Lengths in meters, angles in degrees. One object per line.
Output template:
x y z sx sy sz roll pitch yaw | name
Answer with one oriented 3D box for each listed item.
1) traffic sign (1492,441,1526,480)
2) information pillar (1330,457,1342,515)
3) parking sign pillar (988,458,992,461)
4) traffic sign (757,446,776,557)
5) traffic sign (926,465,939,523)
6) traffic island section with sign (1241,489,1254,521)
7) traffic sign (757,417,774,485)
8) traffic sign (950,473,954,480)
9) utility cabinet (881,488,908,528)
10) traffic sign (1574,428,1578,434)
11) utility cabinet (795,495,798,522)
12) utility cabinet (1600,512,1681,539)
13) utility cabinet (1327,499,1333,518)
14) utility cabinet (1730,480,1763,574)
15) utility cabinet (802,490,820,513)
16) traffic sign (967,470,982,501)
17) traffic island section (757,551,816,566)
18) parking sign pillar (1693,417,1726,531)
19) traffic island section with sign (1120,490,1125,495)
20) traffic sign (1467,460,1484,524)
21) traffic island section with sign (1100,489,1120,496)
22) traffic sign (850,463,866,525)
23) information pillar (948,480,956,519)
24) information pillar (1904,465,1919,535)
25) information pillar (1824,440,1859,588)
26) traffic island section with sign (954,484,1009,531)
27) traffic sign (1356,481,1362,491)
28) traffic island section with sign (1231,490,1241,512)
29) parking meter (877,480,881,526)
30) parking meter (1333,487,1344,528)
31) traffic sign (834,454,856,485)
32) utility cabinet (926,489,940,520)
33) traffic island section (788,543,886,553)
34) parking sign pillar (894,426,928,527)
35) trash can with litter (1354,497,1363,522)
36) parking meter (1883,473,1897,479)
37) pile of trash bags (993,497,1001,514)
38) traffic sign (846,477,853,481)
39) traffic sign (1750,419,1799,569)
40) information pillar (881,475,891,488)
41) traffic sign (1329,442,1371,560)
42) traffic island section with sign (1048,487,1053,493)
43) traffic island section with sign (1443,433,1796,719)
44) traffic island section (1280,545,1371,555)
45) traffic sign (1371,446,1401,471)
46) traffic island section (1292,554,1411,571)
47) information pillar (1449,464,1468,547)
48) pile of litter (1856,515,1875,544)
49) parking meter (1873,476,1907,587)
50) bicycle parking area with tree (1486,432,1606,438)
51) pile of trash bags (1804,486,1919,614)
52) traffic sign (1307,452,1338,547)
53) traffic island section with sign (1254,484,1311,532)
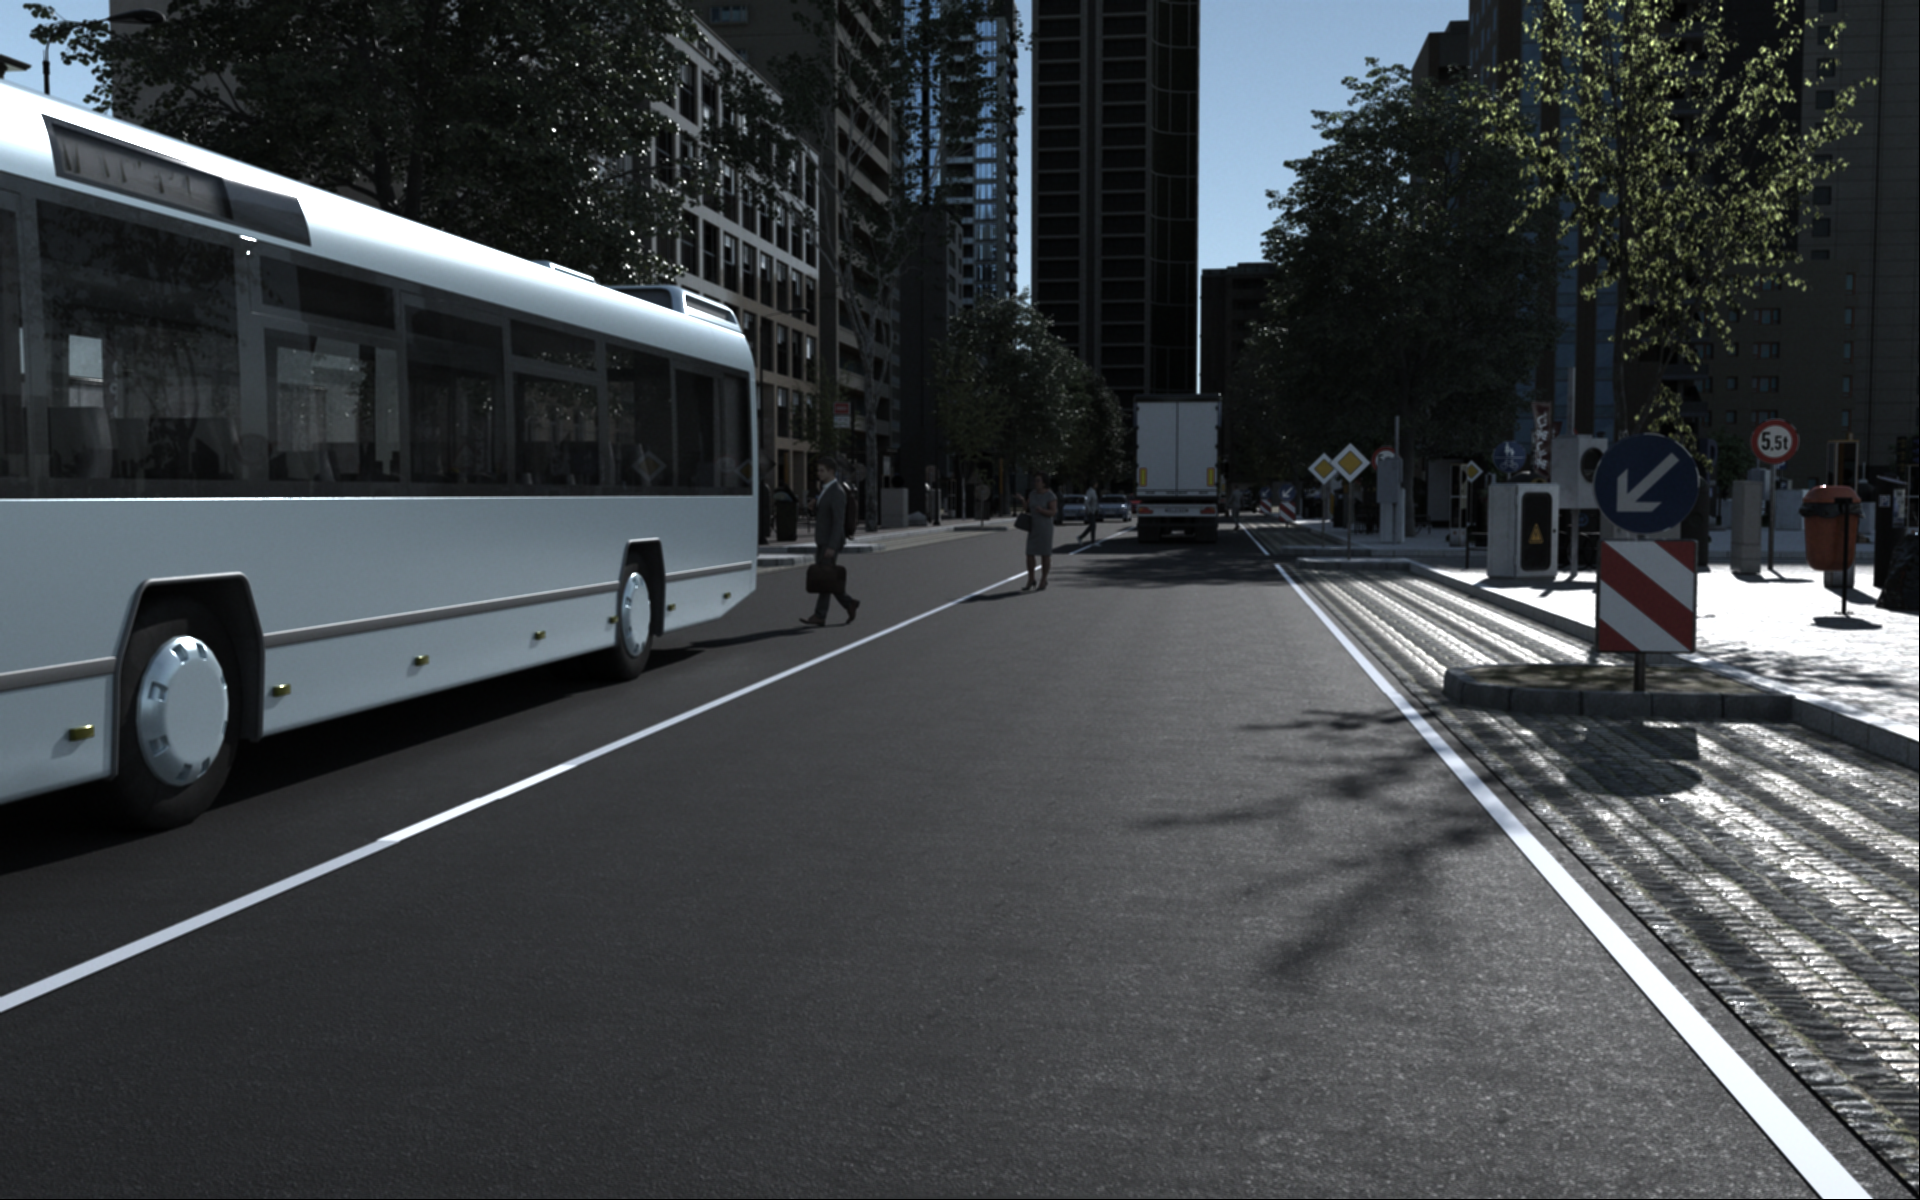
13.115 -2.527 41.425 0.768 2.556 0.104 1 4 12 | traffic sign
14.673 -4.655 67.458 0.504 3.616 0.183 -1 4 -19 | information pillar
1.733 -7.604 112.799 1.447 3.967 1.447 1 4 12 | parking sign pillar
-4.143 -1.943 35.409 0.795 2.450 0.064 1 4 8 | traffic sign
-1.295 -4.653 76.185 0.768 2.556 0.104 1 4 13 | traffic sign
16.236 -5.146 92.770 1.989 1.847 2.006 1 4 8 | traffic island section with sign
-6.039 -3.208 46.321 2.265 3.308 0.079 1 4 17 | traffic sign
-0.190 -6.100 99.847 0.768 2.556 0.104 1 4 12 | traffic sign
-2.449 -3.444 64.988 1.173 1.500 0.318 3 5 43 | utility cabinet
12.027 -2.080 34.009 0.884 2.594 0.081 1 4 15 | traffic sign
-7.777 -4.087 77.987 1.020 1.237 0.306 2 4 30 | utility cabinet
9.807 -0.998 24.990 1.173 1.500 0.318 -1 4 -18 | utility cabinet
19.893 -5.108 92.193 1.173 1.500 0.318 -2 4 -32 | utility cabinet
12.752 -1.185 28.062 0.318 1.500 1.173 1 4 17 | utility cabinet
-8.907 -5.857 104.441 1.173 1.500 0.318 -1 4 -9 | utility cabinet
0.797 -5.502 89.964 0.884 2.594 0.081 1 4 16 | traffic sign
-4.168 -0.807 35.474 2.009 0.180 2.903 1 4 8 | traffic island section
26.161 -4.424 60.797 1.447 3.967 1.447 3 5 42 | parking sign pillar
15.995 -9.941 171.157 1.989 1.847 2.006 1 4 8 | traffic island section with sign
17.179 -3.489 58.224 0.795 2.450 0.064 1 4 17 | traffic sign
12.050 -8.291 144.188 1.989 1.847 2.006 1 4 8 | traffic island section with sign
-4.185 -4.317 70.685 0.768 2.556 0.104 1 4 9 | traffic sign
-0.429 -5.193 89.400 0.304 2.012 0.304 -3 5 -42 | information pillar
23.805 -2.372 43.273 0.304 2.012 0.304 1 4 16 | information pillar
12.046 -1.174 23.681 0.304 2.012 0.304 0 4 7 | information pillar
0.873 -3.613 67.698 1.989 1.847 2.006 1 4 8 | traffic island section with sign
21.407 -5.645 92.400 0.768 2.556 0.104 1 4 15 | traffic sign
23.483 -8.178 142.345 1.989 1.847 2.006 1 4 8 | traffic island section with sign
-3.296 -3.939 70.110 0.255 1.863 0.399 -1 4 -23 | parking meter
14.516 -3.548 66.418 0.372 1.533 0.369 0 3 0 | parking meter
-2.989 -2.426 43.311 0.795 2.450 0.064 1 4 8 | traffic sign
-1.544 -4.563 83.290 1.173 1.500 0.318 1 4 10 | utility cabinet
-3.013 -1.290 43.376 2.009 0.180 2.903 1 4 8 | traffic island section
-1.992 -4.916 68.849 1.447 3.967 1.447 -3 5 -40 | parking sign pillar
18.514 -4.182 79.767 1.055 1.170 0.624 0 4 8 | trash can with litter
25.143 -2.517 46.869 0.255 1.863 0.399 1 4 12 | parking meter
1.702 -6.081 109.172 1.912 1.369 3.447 1 4 15 | pile of trash bags
-4.758 -4.375 71.542 0.884 2.594 0.081 1 4 9 | traffic sign
13.804 -1.793 29.424 0.768 2.556 0.104 1 4 11 | traffic sign
-2.877 -3.843 67.329 0.304 2.012 0.304 -1 4 -14 | information pillar
7.574 -1.837 33.683 0.795 2.450 0.064 1 4 8 | traffic sign
4.769 -5.244 94.372 1.989 1.847 2.006 1 4 8 | traffic island section with sign
4.446 -0.207 12.005 1.989 1.847 2.006 1 4 8 | traffic island section with sign
8.753 -1.185 41.658 2.009 0.180 2.903 1 4 8 | traffic island section
11.307 -2.808 46.022 0.768 2.556 0.104 1 4 18 | traffic sign
7.599 -0.702 33.757 2.009 0.180 2.903 1 4 8 | traffic island section
12.142 -2.305 42.180 0.304 2.012 0.304 -3 5 -42 | information pillar
23.270 -1.923 45.404 1.176 0.858 1.719 -2 4 -24 | pile of litter
12.881 -0.952 23.977 0.372 1.533 0.369 0 3 0 | parking meter
27.044 -5.715 80.437 8.231 4.147 9.016 1 4 19 | bicycle parking area with tree
10.827 -0.561 18.921 3.447 1.369 1.912 0 4 -8 | pile of trash bags
8.729 -2.321 41.584 0.795 2.450 0.064 1 4 8 | traffic sign
12.331 -3.509 65.997 1.989 1.847 2.006 1 4 8 | traffic island section with sign
